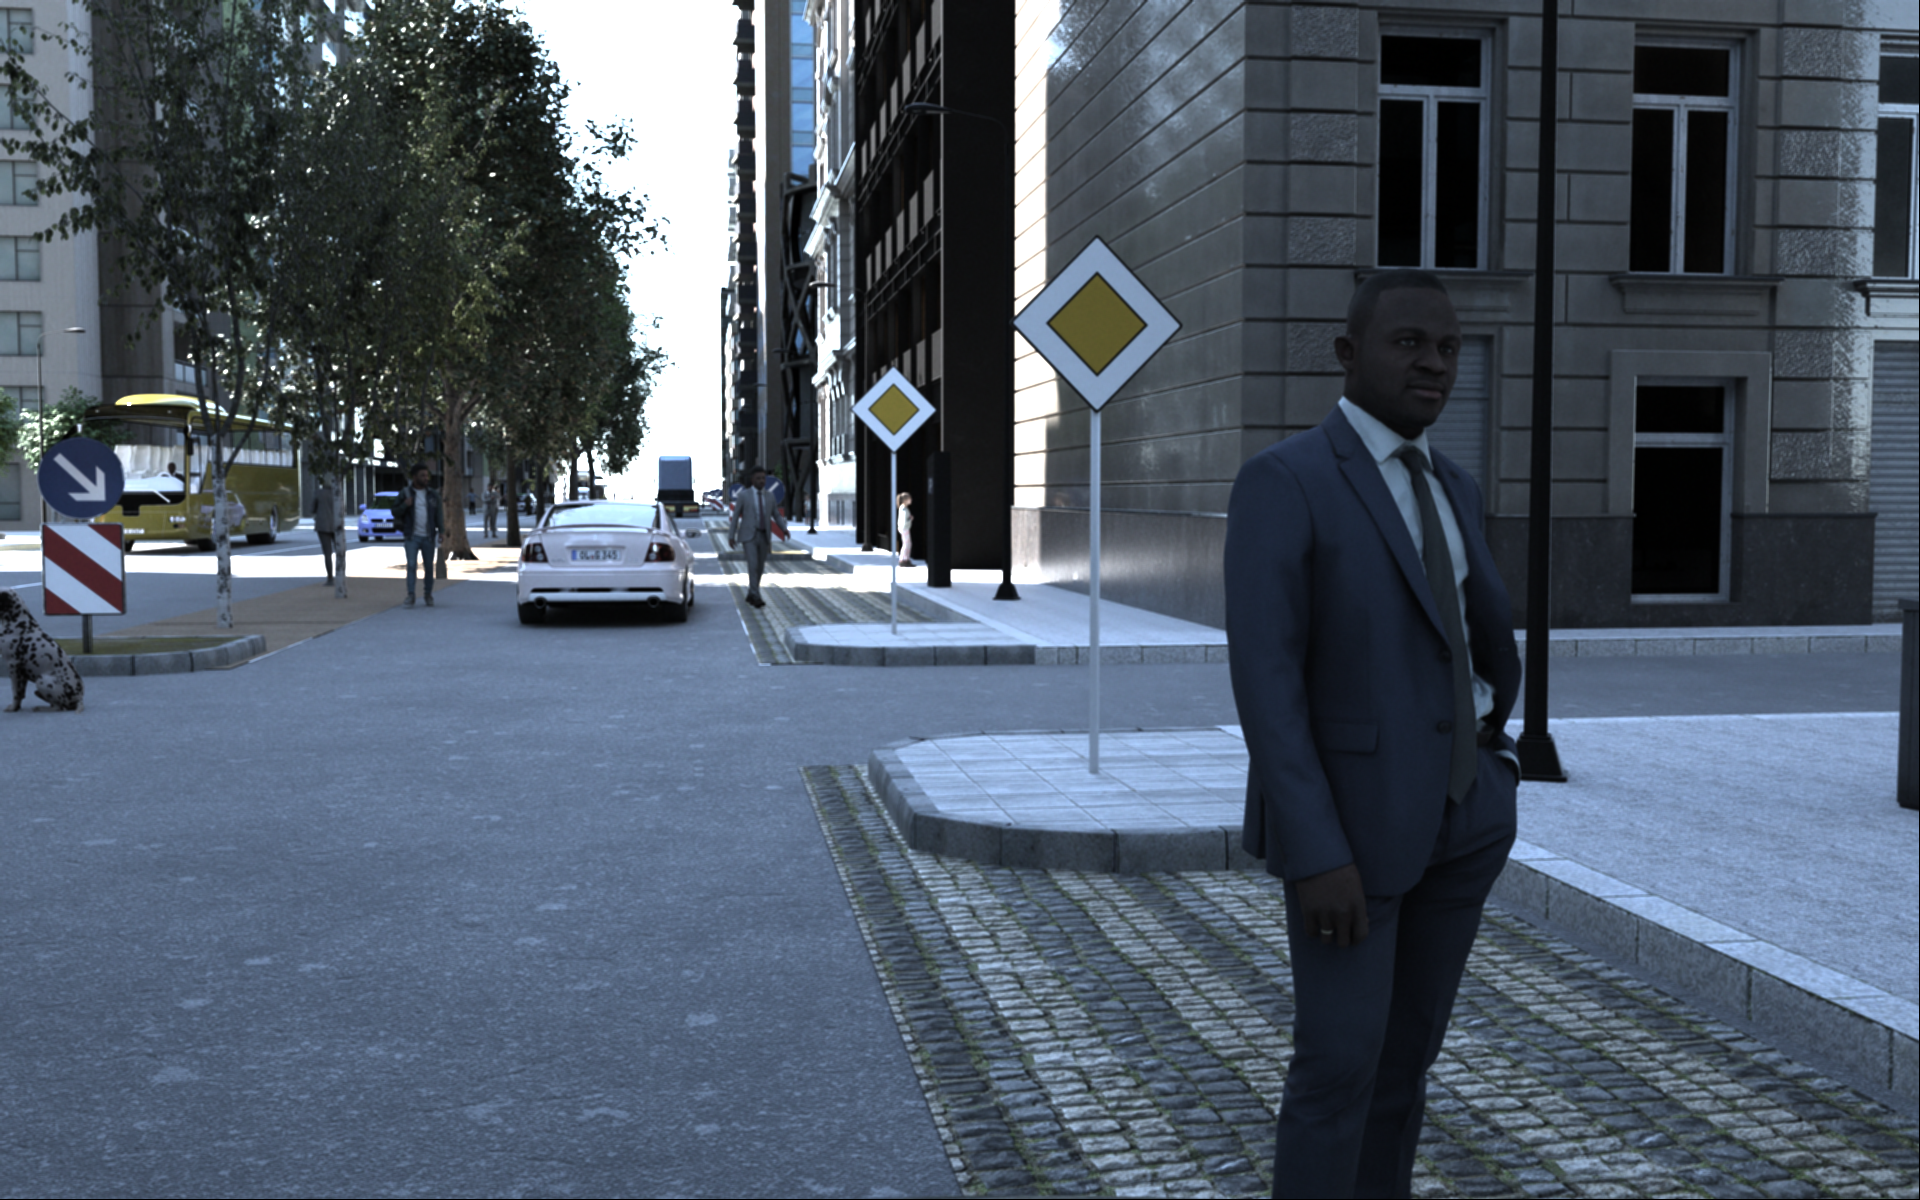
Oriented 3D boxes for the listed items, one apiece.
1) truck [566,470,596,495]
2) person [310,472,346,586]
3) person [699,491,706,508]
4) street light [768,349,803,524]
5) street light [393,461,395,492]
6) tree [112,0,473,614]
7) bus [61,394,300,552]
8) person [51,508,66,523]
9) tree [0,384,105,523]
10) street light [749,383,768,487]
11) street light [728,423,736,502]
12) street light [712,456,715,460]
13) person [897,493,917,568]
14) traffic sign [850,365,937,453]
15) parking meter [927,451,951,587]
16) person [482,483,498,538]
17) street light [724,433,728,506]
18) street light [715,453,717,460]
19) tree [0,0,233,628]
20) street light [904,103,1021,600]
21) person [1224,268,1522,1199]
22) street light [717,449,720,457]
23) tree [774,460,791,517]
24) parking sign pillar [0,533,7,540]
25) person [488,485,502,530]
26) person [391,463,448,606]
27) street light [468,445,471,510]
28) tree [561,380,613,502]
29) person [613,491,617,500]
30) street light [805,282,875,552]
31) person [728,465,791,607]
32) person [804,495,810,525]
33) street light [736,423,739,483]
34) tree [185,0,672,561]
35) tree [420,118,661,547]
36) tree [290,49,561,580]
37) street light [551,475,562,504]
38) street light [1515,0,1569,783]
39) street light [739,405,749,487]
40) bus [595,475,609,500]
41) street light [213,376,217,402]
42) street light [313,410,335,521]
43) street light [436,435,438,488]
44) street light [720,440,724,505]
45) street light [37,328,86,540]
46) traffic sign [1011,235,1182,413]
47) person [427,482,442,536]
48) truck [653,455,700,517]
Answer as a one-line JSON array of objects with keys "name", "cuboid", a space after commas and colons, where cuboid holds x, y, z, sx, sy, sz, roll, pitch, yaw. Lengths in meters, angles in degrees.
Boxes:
[{"name": "truck", "cuboid": [-44.577, -13.168, 204.204, 2.839, 4.237, 11.283, 0, 4, -8]}, {"name": "person", "cuboid": [-9.835, -1.117, 26.953, 0.537, 1.800, 0.526, -2, 4, -27]}, {"name": "person", "cuboid": [-25.872, -10.068, 173.824, 0.721, 1.736, 1.217, -3, 5, -42]}, {"name": "street light", "cuboid": [-5.305, -5.082, 55.636, 1.470, 5.913, 1.316, -1, 4, -9]}, {"name": "street light", "cuboid": [-34.014, -8.147, 105.742, 1.470, 5.913, 1.316, -1, 4, -9]}, {"name": "tree", "cuboid": [-8.429, -4.307, 23.240, 4.360, 8.622, 3.978, 0, 3, 0]}, {"name": "bus", "cuboid": [-20.355, -3.354, 46.388, 2.896, 3.916, 12.252, -1, 4, -9]}, {"name": "person", "cuboid": [-29.377, -3.071, 56.356, 0.635, 1.810, 0.391, 1, 4, 13]}, {"name": "tree", "cuboid": [-26.558, -4.184, 52.118, 4.285, 4.588, 4.351, 0, 3, 0]}, {"name": "street light", "cuboid": [-7.986, -6.140, 72.927, 1.470, 5.913, 1.316, -1, 4, -9]}, {"name": "street light", "cuboid": [-14.164, -8.590, 112.994, 1.470, 5.913, 1.316, -1, 4, -9]}, {"name": "street light", "cuboid": [-26.701, -13.556, 194.186, 1.470, 5.913, 1.316, -1, 4, -9]}, {"name": "person", "cuboid": [-0.923, -1.211, 30.125, 0.394, 1.301, 0.425, -1, 4, -20]}, {"name": "traffic sign", "cuboid": [-0.581, -0.830, 15.767, 0.795, 2.593, 0.064, -1, 4, -9]}, {"name": "parking meter", "cuboid": [-0.289, -1.114, 23.928, 0.255, 1.863, 0.399, -1, 4, -18]}, {"name": "person", "cuboid": [-15.425, -2.946, 56.844, 0.511, 1.800, 0.466, -3, 4, -36]}, {"name": "street light", "cuboid": [-16.793, -9.649, 130.304, 1.470, 5.913, 1.316, -1, 4, -9]}, {"name": "street light", "cuboid": [-24.017, -12.499, 176.894, 1.470, 5.913, 1.316, -1, 4, -9]}, {"name": "tree", "cuboid": [-7.782, -3.984, 17.966, 4.360, 8.622, 3.978, 0, 3, 0]}, {"name": "street light", "cuboid": [0.034, -2.953, 20.828, 1.470, 5.913, 1.316, -1, 4, -9]}, {"name": "person", "cuboid": [0.672, 0.357, 2.850, 0.419, 1.800, 0.721, 3, 5, 45]}, {"name": "street light", "cuboid": [-22.182, -11.800, 165.469, 1.470, 5.913, 1.316, -1, 4, -9]}, {"name": "tree", "cuboid": [-10.301, -6.337, 98.207, 1.663, 3.219, 1.824, 0, 3, 0]}, {"name": "parking sign pillar", "cuboid": [-27.633, -3.676, 48.574, 1.447, 3.967, 1.447, 3, 5, 40]}, {"name": "person", "cuboid": [-18.484, -3.666, 68.624, 0.592, 1.802, 0.473, 1, 4, 19]}, {"name": "person", "cuboid": [-6.795, -0.824, 21.955, 0.794, 1.824, 0.713, -1, 4, -11]}, {"name": "street light", "cuboid": [-39.365, -10.305, 141.032, 1.470, 5.913, 1.316, -1, 4, -9]}, {"name": "tree", "cuboid": [-15.525, -7.023, 67.648, 4.737, 8.622, 4.395, 0, 3, 0]}, {"name": "person", "cuboid": [-35.296, -10.273, 177.125, 0.621, 1.740, 0.551, -1, 4, -23]}, {"name": "street light", "cuboid": [-2.591, -4.011, 38.128, 1.470, 5.913, 1.316, -1, 4, -9]}, {"name": "person", "cuboid": [-2.569, -0.804, 21.915, 0.678, 1.792, 0.850, -2, 4, -31]}, {"name": "person", "cuboid": [-6.237, -3.698, 71.189, 0.332, 1.250, 0.352, 0, 4, -2]}, {"name": "street light", "cuboid": [-11.426, -7.505, 95.250, 1.470, 5.913, 1.316, -1, 4, -9]}, {"name": "tree", "cuboid": [-10.885, -7.181, 36.878, 9.611, 12.733, 9.660, 0, 3, 0]}, {"name": "tree", "cuboid": [-12.241, -7.252, 46.785, 9.928, 11.665, 9.643, 0, 3, 0]}, {"name": "tree", "cuboid": [-9.135, -4.636, 28.624, 4.737, 8.622, 4.395, 0, 3, 0]}, {"name": "street light", "cuboid": [-52.115, -15.360, 223.681, 1.470, 5.913, 1.316, -1, 4, -9]}, {"name": "street light", "cuboid": [2.076, -2.145, 7.614, 1.470, 5.913, 1.316, -1, 4, -9]}, {"name": "street light", "cuboid": [-10.612, -7.198, 90.227, 1.470, 5.913, 1.316, -1, 4, -9]}, {"name": "bus", "cuboid": [-46.626, -14.119, 222.396, 2.896, 3.916, 12.252, -1, 4, -9]}, {"name": "street light", "cuboid": [-27.792, -5.712, 65.932, 1.470, 5.913, 1.316, -1, 4, -9]}, {"name": "street light", "cuboid": [-30.446, -6.776, 83.321, 1.470, 5.913, 1.316, -1, 4, -9]}, {"name": "street light", "cuboid": [-36.792, -9.247, 123.724, 1.470, 5.913, 1.316, -1, 4, -9]}, {"name": "street light", "cuboid": [-19.552, -10.742, 148.170, 1.470, 5.913, 1.316, -1, 4, -9]}, {"name": "street light", "cuboid": [-25.212, -4.653, 48.625, 1.470, 5.913, 1.316, -1, 4, -9]}, {"name": "traffic sign", "cuboid": [0.638, -0.348, 7.875, 0.795, 2.593, 0.064, -1, 4, -9]}, {"name": "person", "cuboid": [-17.810, -3.035, 58.107, 0.713, 1.824, 0.794, 1, 4, 19]}, {"name": "truck", "cuboid": [-18.519, -7.548, 113.173, 2.967, 4.110, 18.799, -1, 4, -10]}]
